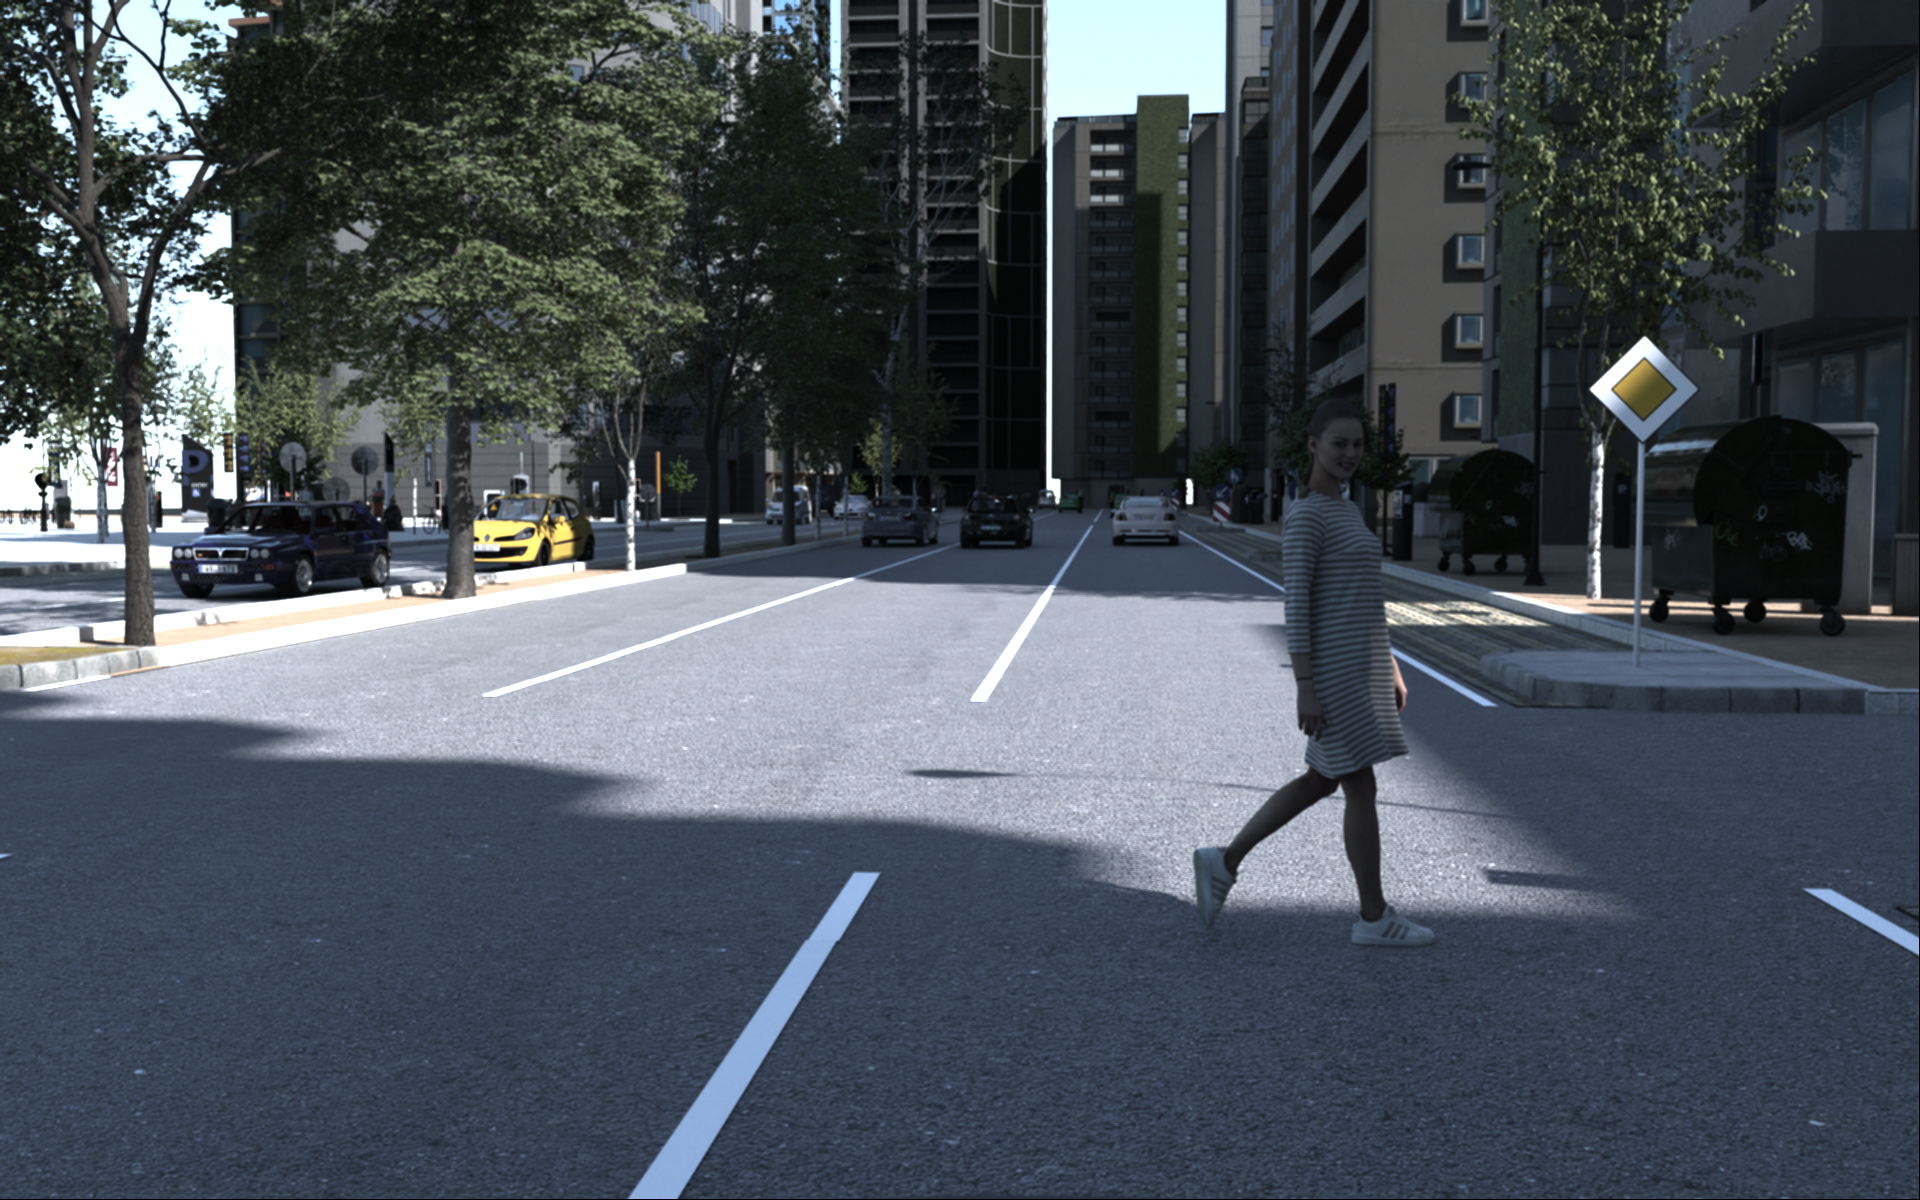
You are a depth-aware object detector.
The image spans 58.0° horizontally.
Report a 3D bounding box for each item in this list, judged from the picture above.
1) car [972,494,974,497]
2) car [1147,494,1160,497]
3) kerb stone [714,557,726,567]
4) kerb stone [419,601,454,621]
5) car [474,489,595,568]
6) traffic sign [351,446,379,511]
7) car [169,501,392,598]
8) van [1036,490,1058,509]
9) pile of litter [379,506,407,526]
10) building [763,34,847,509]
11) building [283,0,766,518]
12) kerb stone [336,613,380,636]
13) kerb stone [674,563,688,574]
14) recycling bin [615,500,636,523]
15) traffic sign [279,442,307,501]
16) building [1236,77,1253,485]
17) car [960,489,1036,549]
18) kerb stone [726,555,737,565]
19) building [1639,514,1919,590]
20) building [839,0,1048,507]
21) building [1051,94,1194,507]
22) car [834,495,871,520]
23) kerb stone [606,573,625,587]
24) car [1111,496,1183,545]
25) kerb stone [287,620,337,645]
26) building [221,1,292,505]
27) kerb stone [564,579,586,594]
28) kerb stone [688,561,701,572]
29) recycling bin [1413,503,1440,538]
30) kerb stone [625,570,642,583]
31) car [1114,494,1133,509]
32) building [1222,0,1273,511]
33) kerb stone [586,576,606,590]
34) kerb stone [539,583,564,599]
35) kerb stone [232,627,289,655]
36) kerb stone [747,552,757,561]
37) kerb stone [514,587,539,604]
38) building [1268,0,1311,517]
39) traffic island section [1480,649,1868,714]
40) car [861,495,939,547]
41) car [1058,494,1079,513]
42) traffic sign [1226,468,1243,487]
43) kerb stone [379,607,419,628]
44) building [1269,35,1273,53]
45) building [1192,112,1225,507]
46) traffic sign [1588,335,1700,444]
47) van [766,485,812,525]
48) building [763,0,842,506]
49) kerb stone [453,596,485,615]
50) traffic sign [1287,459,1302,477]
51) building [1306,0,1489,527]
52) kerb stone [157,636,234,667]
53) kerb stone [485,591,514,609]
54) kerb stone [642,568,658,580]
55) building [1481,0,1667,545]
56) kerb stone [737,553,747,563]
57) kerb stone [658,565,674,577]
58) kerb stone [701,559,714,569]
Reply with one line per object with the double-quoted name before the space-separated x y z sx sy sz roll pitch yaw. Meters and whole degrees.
"car" 1.748 -8.869 154.601 1.945 1.707 3.694 0 4 4
"car" 17.654 -8.934 158.077 2.014 1.417 4.499 0 4 7
"kerb stone" -4.861 -0.739 34.274 0.120 0.150 1.000 0 4 5
"kerb stone" -6.120 0.141 19.993 0.120 0.150 1.000 0 4 5
"car" -8.382 -1.412 33.316 2.015 1.641 3.980 0 4 6
"traffic sign" -15.946 -2.832 46.407 0.768 2.556 0.104 0 4 7
"car" -9.800 -0.773 25.223 1.945 1.354 3.894 0 4 6
"van" 8.190 -9.545 163.075 2.013 2.044 4.112 0 4 4
"pile of litter" -23.179 -3.453 70.415 1.176 0.858 1.719 -3 5 -39
"building" -22.813 -27.855 147.309 23.993 40.220 32.217 0 4 5
"building" -25.024 -34.398 104.401 21.231 58.520 28.212 0 4 5
"kerb stone" -6.302 0.260 17.942 0.120 0.150 1.000 0 4 5
"kerb stone" -5.131 -0.552 31.218 0.120 0.150 1.000 0 4 5
"recycling bin" -14.809 -3.921 76.658 0.722 1.027 0.722 -3 5 -39
"traffic sign" -16.238 -2.571 42.143 0.768 2.556 0.104 1 4 14
"building" 26.640 -21.488 123.029 14.160 30.474 14.107 0 4 5
"car" 1.016 -2.272 46.928 2.009 1.686 4.222 0 4 6
"kerb stone" -4.773 -0.800 35.295 0.120 0.150 1.000 0 4 5
"building" 26.720 -24.778 24.733 30.456 49.044 23.786 0 4 5
"building" -1.258 -45.644 184.525 20.611 71.187 20.563 0 4 5
"building" 16.608 -30.431 181.133 14.086 41.232 14.154 0 4 5
"car" -6.022 -5.264 98.428 2.083 1.381 4.827 0 4 4
"kerb stone" -5.494 -0.302 27.134 0.120 0.150 1.000 0 4 5
"car" 5.360 -2.289 49.788 2.083 1.381 4.827 0 4 7
"kerb stone" -6.394 0.322 16.924 0.120 0.150 1.000 0 4 5
"building" -48.661 -30.599 154.924 28.867 44.769 22.147 0 4 5
"kerb stone" -5.672 -0.177 25.095 0.120 0.150 1.000 0 4 5
"kerb stone" -5.037 -0.614 32.237 0.120 0.150 1.000 0 4 5
"recycling bin" 13.811 -2.348 50.945 0.722 1.027 0.722 0 4 -7
"kerb stone" -5.400 -0.364 28.152 0.120 0.150 1.000 0 4 5
"car" 12.298 -7.400 129.780 1.959 1.807 4.718 0 4 5
"building" 32.466 -36.775 143.278 21.231 58.520 28.212 0 4 5
"kerb stone" -5.582 -0.240 26.115 0.120 0.150 1.000 0 4 5
"kerb stone" -5.757 -0.110 24.076 0.120 0.150 1.000 0 4 5
"kerb stone" -6.482 0.385 15.905 0.120 0.150 1.000 0 4 5
"kerb stone" -4.592 -0.926 37.337 0.120 0.150 1.000 0 4 5
"kerb stone" -5.856 -0.052 23.049 0.120 0.150 1.000 0 4 5
"building" 24.529 -27.137 93.805 14.600 45.320 14.200 0 4 5
"traffic island section" 5.050 0.579 12.813 2.009 0.180 2.903 0 4 5
"car" -1.668 -2.240 48.619 2.014 1.417 4.499 0 4 6
"car" 8.507 -7.642 133.750 1.959 1.807 4.718 0 4 3
"traffic sign" 13.264 -5.115 83.739 0.768 2.556 0.104 1 4 11
"kerb stone" -6.214 0.198 18.960 0.120 0.150 1.000 0 4 5
"building" 26.221 -20.626 108.930 14.160 30.474 14.107 0 4 5
"building" 30.591 -30.322 179.356 14.086 41.232 14.154 0 4 5
"traffic sign" 5.026 -0.645 12.732 0.795 2.593 0.064 0 4 5
"van" -8.119 -4.606 82.313 2.013 2.044 4.112 0 4 4
"building" -26.906 -53.474 186.966 31.000 86.520 22.319 0 4 5
"kerb stone" -6.031 0.072 21.012 0.120 0.150 1.000 0 4 5
"traffic sign" 10.533 -3.288 53.858 0.768 2.556 0.104 1 4 10
"building" 27.131 -27.585 74.720 21.300 48.544 21.600 0 4 5
"kerb stone" -6.575 0.450 14.882 0.120 0.150 1.000 0 4 5
"kerb stone" -5.936 0.010 22.030 0.120 0.150 1.000 0 4 5
"kerb stone" -5.314 -0.427 29.173 0.120 0.150 1.000 0 4 5
"building" 22.257 -22.327 48.646 14.154 41.232 14.086 0 4 5
"kerb stone" -4.679 -0.864 36.319 0.120 0.150 1.000 0 4 5
"kerb stone" -5.219 -0.490 30.200 0.120 0.150 1.000 0 4 5
"kerb stone" -4.947 -0.676 33.256 0.120 0.150 1.000 0 4 5
